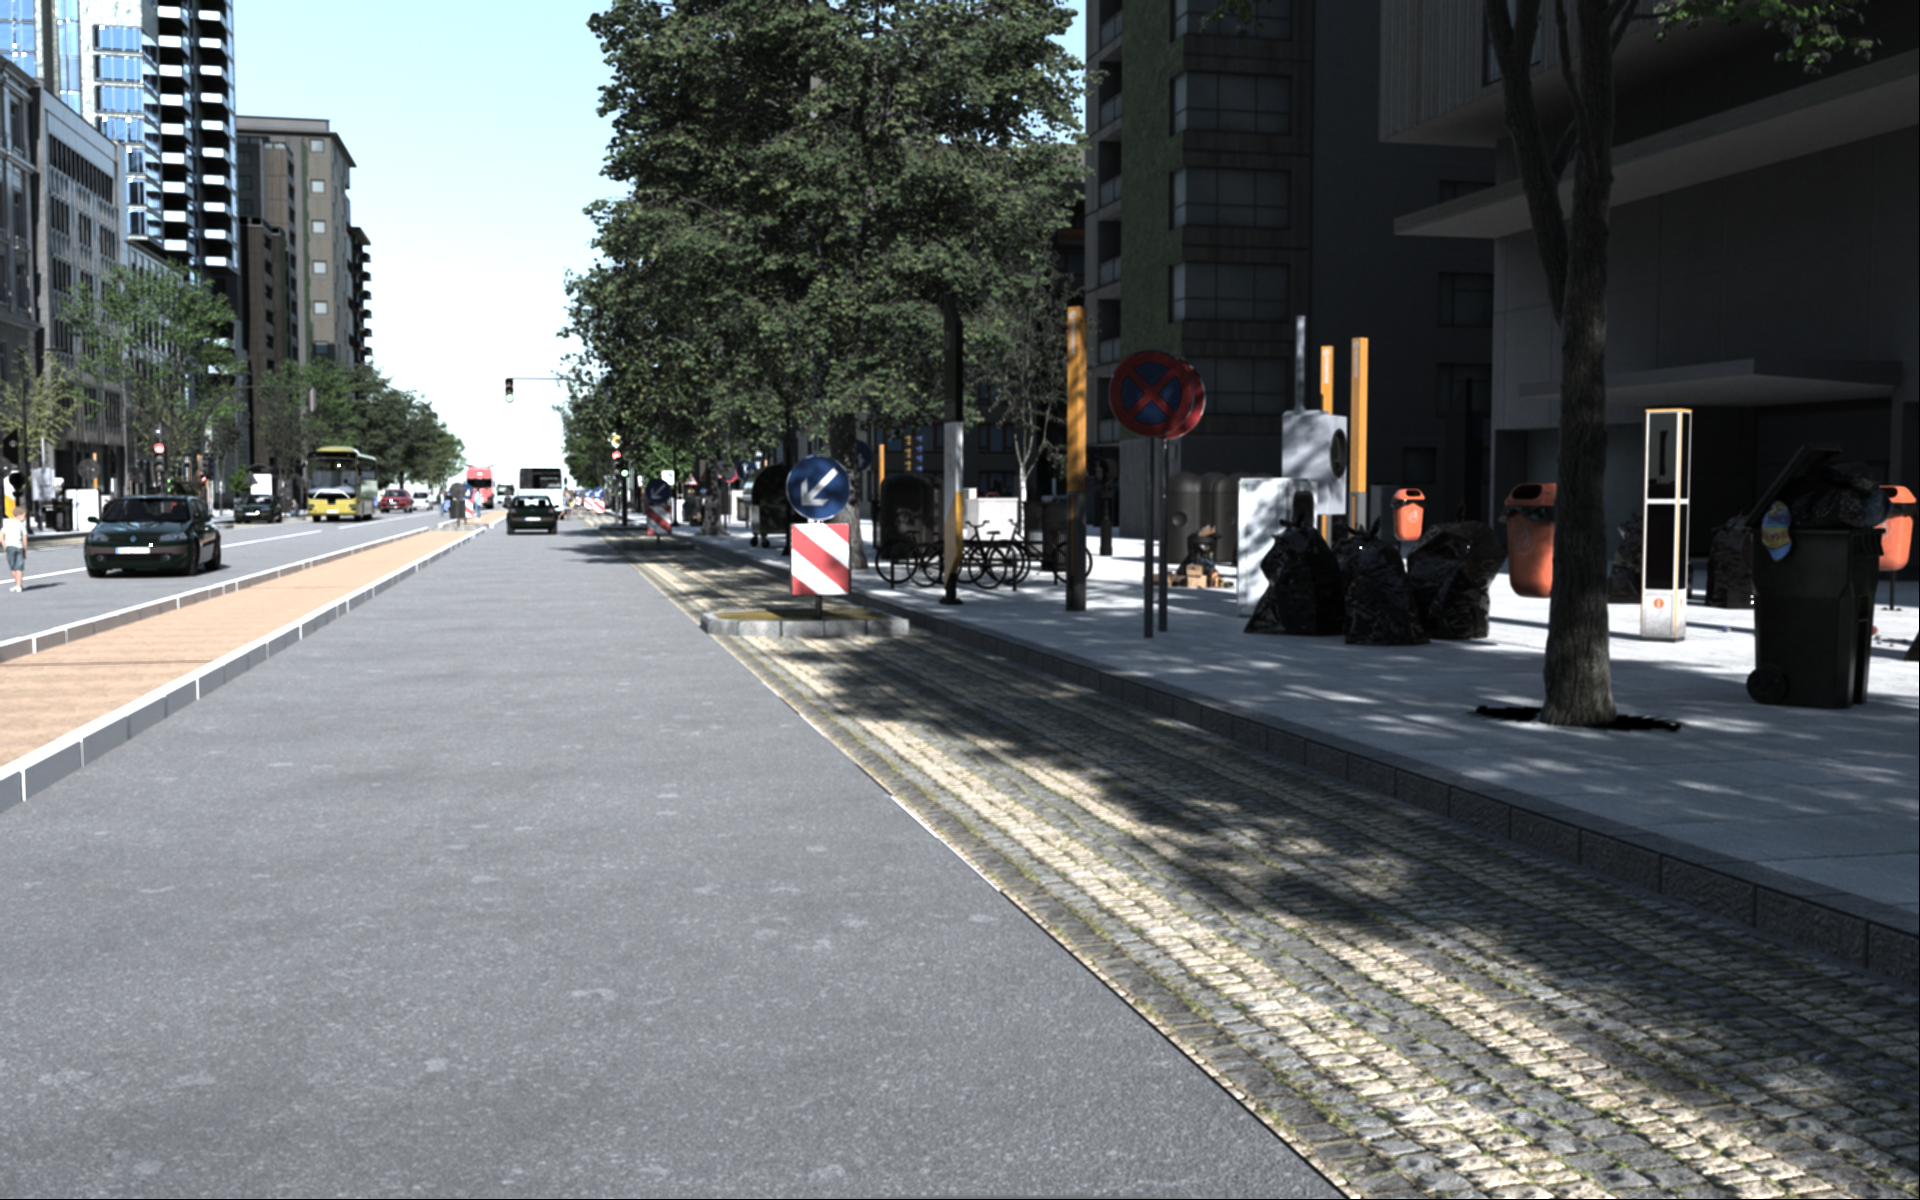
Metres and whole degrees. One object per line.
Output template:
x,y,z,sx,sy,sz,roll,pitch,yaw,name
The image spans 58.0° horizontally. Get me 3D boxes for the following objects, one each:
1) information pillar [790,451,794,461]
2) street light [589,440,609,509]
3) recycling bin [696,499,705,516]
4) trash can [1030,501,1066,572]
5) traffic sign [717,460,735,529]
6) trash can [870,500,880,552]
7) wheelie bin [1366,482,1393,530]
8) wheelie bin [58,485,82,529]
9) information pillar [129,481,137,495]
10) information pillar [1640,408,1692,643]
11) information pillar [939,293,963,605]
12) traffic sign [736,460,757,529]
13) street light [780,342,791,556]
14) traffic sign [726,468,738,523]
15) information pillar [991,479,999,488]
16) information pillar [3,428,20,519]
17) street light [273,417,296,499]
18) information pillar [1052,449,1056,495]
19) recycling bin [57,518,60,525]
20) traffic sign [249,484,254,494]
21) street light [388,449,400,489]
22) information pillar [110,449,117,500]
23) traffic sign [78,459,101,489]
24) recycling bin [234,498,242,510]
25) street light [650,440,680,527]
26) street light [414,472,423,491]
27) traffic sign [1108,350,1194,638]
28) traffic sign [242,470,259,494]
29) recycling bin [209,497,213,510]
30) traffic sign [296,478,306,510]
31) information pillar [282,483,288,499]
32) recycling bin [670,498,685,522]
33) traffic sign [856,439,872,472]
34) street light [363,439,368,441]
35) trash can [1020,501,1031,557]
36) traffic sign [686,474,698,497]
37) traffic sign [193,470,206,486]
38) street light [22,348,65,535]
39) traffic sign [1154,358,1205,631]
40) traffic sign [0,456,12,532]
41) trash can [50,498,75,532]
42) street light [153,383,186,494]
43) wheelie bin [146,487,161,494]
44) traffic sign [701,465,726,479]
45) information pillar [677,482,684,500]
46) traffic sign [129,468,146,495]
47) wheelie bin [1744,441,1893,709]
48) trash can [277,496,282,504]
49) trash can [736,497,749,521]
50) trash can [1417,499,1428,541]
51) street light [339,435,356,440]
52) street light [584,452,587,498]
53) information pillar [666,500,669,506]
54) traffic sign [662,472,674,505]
-8.537,-5.863,87.215,0.183,3.616,0.504,-3,5,-43,information pillar
-31.053,-10.838,149.735,1.470,5.913,1.316,-1,4,-13,street light
-14.625,-5.163,96.975,0.722,1.027,0.722,3,5,40,recycling bin
1.665,-1.038,28.624,0.748,1.137,0.748,0,3,0,trash can
-8.611,-3.877,63.491,0.768,2.556,0.104,-1,4,-9,traffic sign
-1.639,-1.649,38.612,0.748,1.137,0.748,0,3,0,trash can
11.092,-2.291,45.369,0.693,1.594,0.980,-2,4,-31,wheelie bin
-32.526,-3.404,63.558,0.980,1.594,0.693,-3,4,-37,wheelie bin
-46.559,-5.692,97.559,0.304,2.012,0.304,-3,5,-39,information pillar
6.142,-0.647,15.072,0.304,2.012,0.304,3,4,39,information pillar
-0.081,-1.754,20.031,0.183,3.616,0.504,-1,4,-17,information pillar
-7.903,-3.924,64.257,0.768,2.556,0.104,0,4,-6,traffic sign
-4.105,-3.875,35.901,1.470,5.913,1.316,-1,4,-13,street light
-10.220,-4.685,76.699,0.768,2.556,0.104,-1,4,-13,traffic sign
1.748,-5.023,86.613,0.304,2.012,0.304,-1,4,-12,information pillar
-33.662,-4.291,61.514,0.504,3.616,0.183,-1,4,-15,information pillar
-40.610,-8.048,104.119,1.470,5.913,1.316,-1,4,-13,street light
4.840,-5.976,89.058,0.183,3.616,0.504,1,4,19,information pillar
-37.470,-3.682,72.748,0.722,1.027,0.722,3,5,40,recycling bin
-46.705,-6.956,113.837,0.768,2.556,0.104,0,4,-6,traffic sign
-58.283,-12.592,178.415,1.470,5.913,1.316,-1,4,-13,street light
-43.860,-6.020,89.781,0.183,3.616,0.504,0,4,-5,information pillar
-31.298,-3.802,62.264,0.768,2.556,0.104,-1,4,-11,traffic sign
-45.570,-5.954,109.900,0.722,1.027,0.722,-3,5,-45,recycling bin
-11.771,-5.846,68.125,1.470,5.913,1.316,-1,4,-13,street light
-65.804,-14.556,210.526,1.470,5.913,1.316,-1,4,-13,street light
1.688,-0.937,15.423,0.768,2.556,0.104,0,4,-6,traffic sign
-38.894,-5.808,94.966,0.884,2.594,0.081,-1,4,-11,traffic sign
-58.988,-7.522,135.538,0.722,1.027,0.722,3,5,39,recycling bin
-53.619,-8.610,140.881,0.768,2.556,0.104,0,4,-4,traffic sign
-45.879,-6.923,117.690,0.304,2.012,0.304,-2,4,-30,information pillar
-12.824,-4.102,79.625,0.722,1.027,0.722,0,4,-5,recycling bin
-2.431,-2.460,40.332,0.768,2.556,0.104,-1,4,-12,traffic sign
-50.832,-10.656,146.774,1.470,5.913,1.316,-1,4,-13,street light
1.581,-1.409,34.695,0.748,1.137,0.748,0,3,0,trash can
-15.826,-6.224,101.773,0.884,2.594,0.081,0,4,-5,traffic sign
-41.155,-5.717,93.479,0.884,2.594,0.081,0,4,-8,traffic sign
-29.044,-5.038,54.917,1.470,5.913,1.316,-1,4,-13,street light
1.897,-0.980,16.125,0.768,2.556,0.104,-1,4,-12,traffic sign
-32.272,-3.556,58.245,0.768,2.556,0.104,0,4,-6,traffic sign
-30.487,-2.888,58.867,0.748,1.137,0.748,0,3,0,trash can
-33.027,-6.106,72.377,1.470,5.913,1.316,-1,4,-13,street light
-34.717,-4.086,74.711,0.980,1.594,0.693,-1,4,-17,wheelie bin
-8.814,-3.785,61.881,0.884,2.594,0.081,0,4,-6,traffic sign
-15.701,-5.678,97.322,0.304,2.012,0.304,0,4,4,information pillar
-39.552,-5.088,83.289,0.768,2.556,0.104,0,4,-7,traffic sign
5.265,-0.166,10.615,0.693,1.594,0.980,3,5,42,wheelie bin
-53.280,-7.588,135.716,0.748,1.137,0.748,0,3,0,trash can
-10.367,-4.361,82.961,0.748,1.137,0.748,0,3,0,trash can
12.441,-2.194,47.521,0.748,1.137,0.748,0,3,0,trash can
-48.196,-10.012,136.233,1.470,5.913,1.316,-1,4,-13,street light
-40.906,-13.407,191.746,1.470,5.913,1.316,-1,4,-13,street light
-16.689,-5.746,98.445,0.304,2.012,0.304,0,4,-1,information pillar
-12.904,-4.568,76.821,0.606,2.300,0.079,0,4,-5,traffic sign
